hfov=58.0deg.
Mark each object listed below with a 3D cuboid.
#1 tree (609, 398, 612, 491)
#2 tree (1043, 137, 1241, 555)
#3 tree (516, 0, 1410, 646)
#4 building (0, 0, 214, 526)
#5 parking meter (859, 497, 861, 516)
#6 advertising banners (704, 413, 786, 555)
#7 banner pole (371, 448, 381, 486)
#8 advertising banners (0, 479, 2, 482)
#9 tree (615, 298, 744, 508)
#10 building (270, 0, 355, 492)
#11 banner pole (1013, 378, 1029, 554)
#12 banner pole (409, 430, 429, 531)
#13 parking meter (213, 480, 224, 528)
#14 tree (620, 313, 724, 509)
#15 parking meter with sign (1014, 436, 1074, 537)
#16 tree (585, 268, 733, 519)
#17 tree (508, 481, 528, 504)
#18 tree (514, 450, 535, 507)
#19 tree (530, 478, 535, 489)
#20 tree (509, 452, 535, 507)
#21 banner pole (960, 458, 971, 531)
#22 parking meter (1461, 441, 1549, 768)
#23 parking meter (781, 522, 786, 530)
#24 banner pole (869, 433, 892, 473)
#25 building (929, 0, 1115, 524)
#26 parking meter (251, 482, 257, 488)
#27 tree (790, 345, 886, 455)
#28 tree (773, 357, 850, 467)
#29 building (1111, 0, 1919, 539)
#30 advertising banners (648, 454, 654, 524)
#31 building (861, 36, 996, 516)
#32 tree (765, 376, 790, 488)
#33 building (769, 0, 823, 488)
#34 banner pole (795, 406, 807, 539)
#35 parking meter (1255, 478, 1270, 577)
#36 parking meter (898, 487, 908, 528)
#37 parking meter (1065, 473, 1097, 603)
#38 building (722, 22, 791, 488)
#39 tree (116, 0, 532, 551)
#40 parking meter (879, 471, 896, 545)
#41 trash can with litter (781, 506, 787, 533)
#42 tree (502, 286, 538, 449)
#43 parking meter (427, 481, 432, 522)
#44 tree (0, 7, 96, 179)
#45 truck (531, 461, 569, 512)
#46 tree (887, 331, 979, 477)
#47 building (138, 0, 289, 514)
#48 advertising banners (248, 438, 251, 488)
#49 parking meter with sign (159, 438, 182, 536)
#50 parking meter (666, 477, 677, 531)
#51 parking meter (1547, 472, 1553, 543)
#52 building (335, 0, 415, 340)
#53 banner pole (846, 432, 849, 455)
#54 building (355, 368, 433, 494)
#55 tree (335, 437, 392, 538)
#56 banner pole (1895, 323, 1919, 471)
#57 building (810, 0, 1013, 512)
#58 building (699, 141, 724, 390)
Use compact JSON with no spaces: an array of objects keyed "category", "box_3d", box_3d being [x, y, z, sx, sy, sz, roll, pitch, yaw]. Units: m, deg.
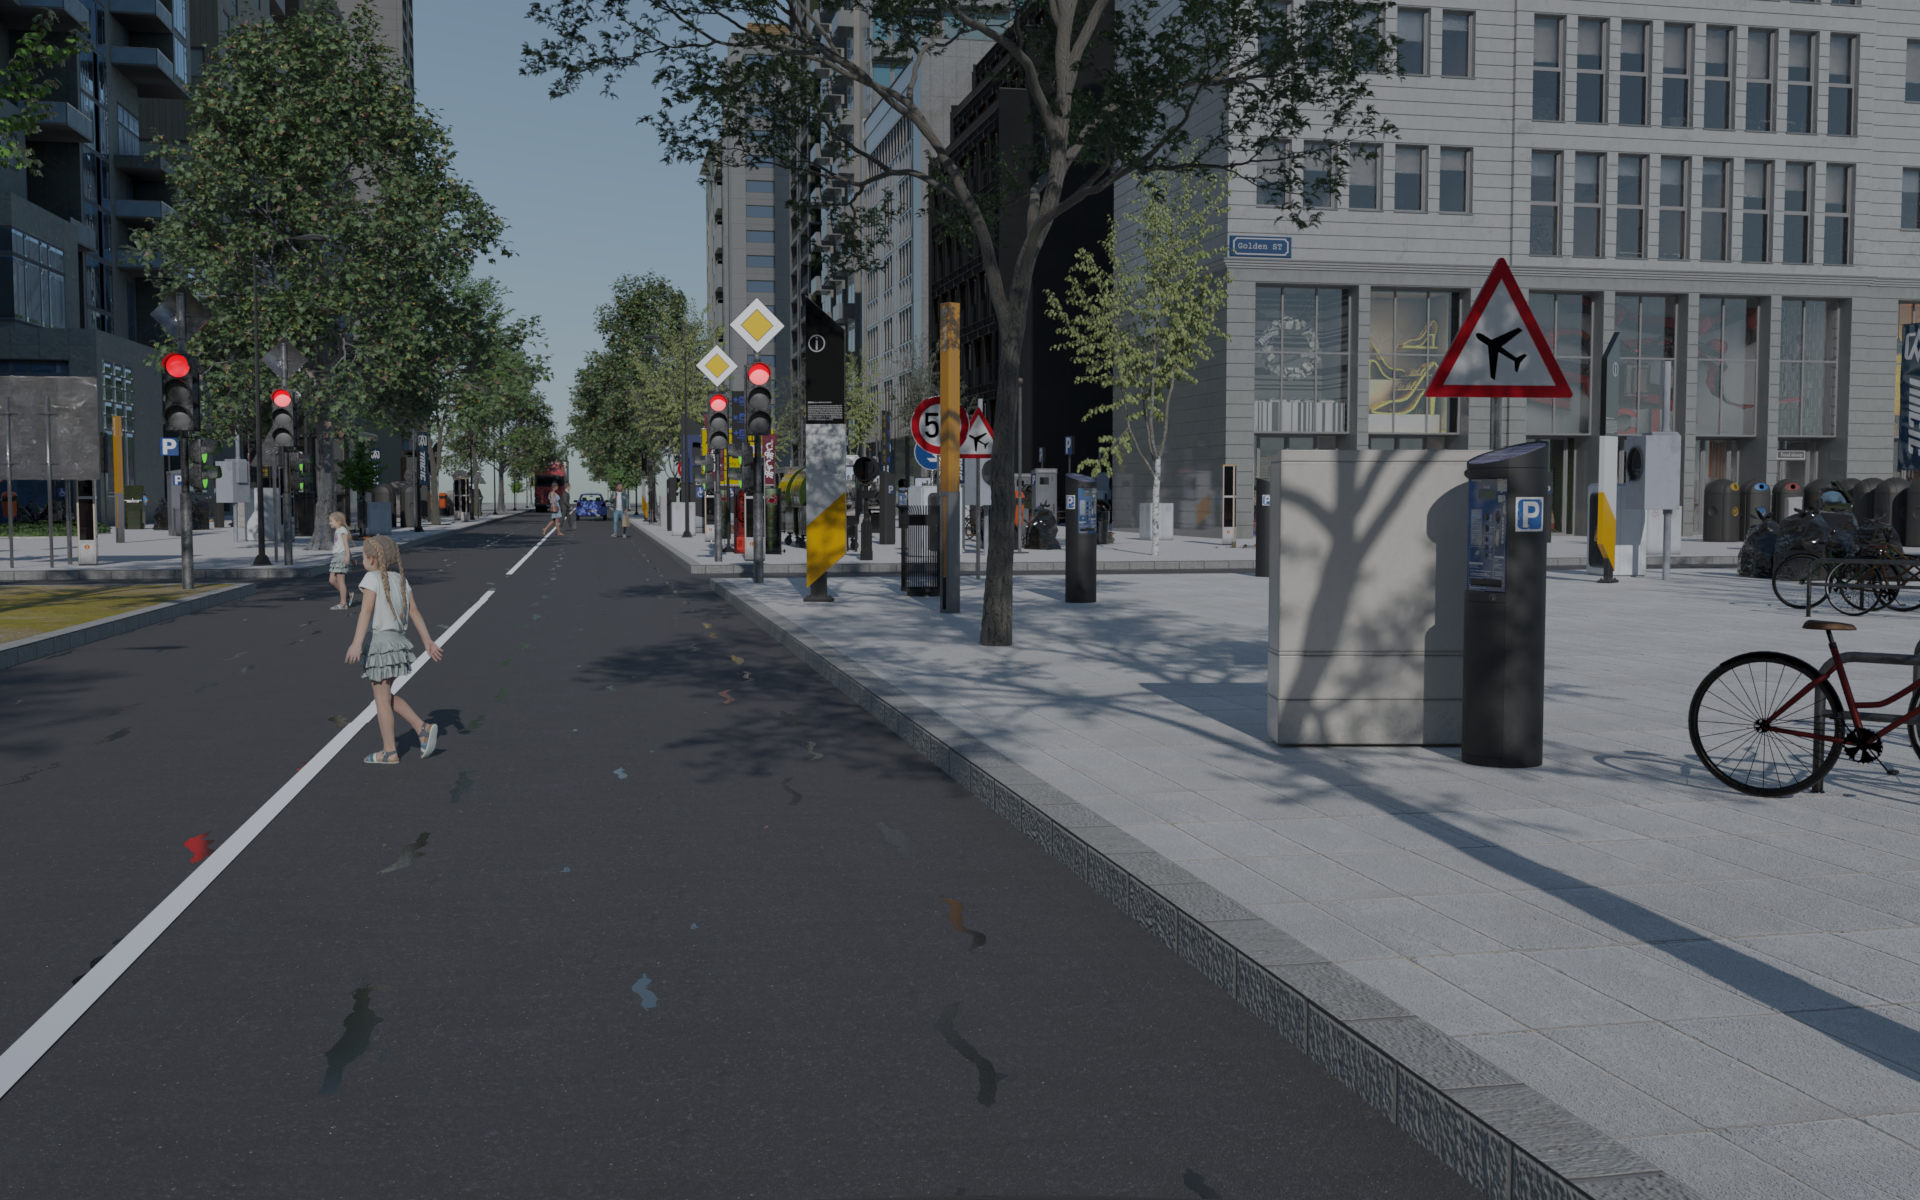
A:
[{"category":"tree","box_3d":[-18.490,-9.204,100.850,4.737,8.622,4.395,0,3,0]},{"category":"tree","box_3d":[4.025,-5.255,36.285,4.737,8.622,4.395,0,3,0]},{"category":"tree","box_3d":[0.261,-4.871,14.060,8.767,10.594,7.601,0,4,4]},{"category":"building","box_3d":[-47.787,-46.811,78.032,22.319,86.520,31.000,-1,4,-12]},{"category":"parking meter","box_3d":[-6.030,-5.712,101.801,0.372,1.533,0.369,0,3,0]},{"category":"advertising banners","box_3d":[-4.614,-2.496,36.999,2.074,3.025,0.090,2,4,29]},{"category":"banner pole","box_3d":[-28.182,-5.692,83.073,0.863,3.779,0.401,-1,4,-15]},{"category":"advertising banners","box_3d":[-21.358,-2.484,36.797,2.074,3.025,0.090,-1,4,-17]},{"category":"tree","box_3d":[-10.224,-6.952,64.027,4.737,8.622,4.395,0,3,0]},{"category":"building","box_3d":[-60.170,-30.450,147.974,14.600,45.320,14.200,-1,4,-12]},{"category":"banner pole","box_3d":[1.122,-2.905,37.520,0.863,3.779,0.401,3,5,42]},{"category":"banner pole","box_3d":[-19.076,-4.349,61.116,0.401,3.779,0.863,2,4,34]},{"category":"parking meter","box_3d":[-28.134,-3.670,65.723,0.399,1.863,0.255,3,5,42]},{"category":"tree","box_3d":[-11.722,-7.378,70.993,4.360,8.622,3.978,0,3,0]},{"category":"parking meter with sign","box_3d":[2.514,-3.413,52.069,1.738,3.016,0.543,-1,4,-17]},{"category":"tree","box_3d":[-15.800,-10.460,88.025,9.611,12.733,9.660,0,3,0]},{"category":"tree","box_3d":[-39.969,-9.877,156.093,1.663,3.219,1.824,0,3,0]},{"category":"tree","box_3d":[-42.688,-13.542,171.768,4.737,8.622,4.395,0,3,0]},{"category":"tree","box_3d":[-53.323,-14.582,222.129,4.285,4.588,4.351,0,3,0]},{"category":"tree","box_3d":[-44.410,-13.934,178.188,4.360,8.622,3.978,0,3,0]},{"category":"banner pole","box_3d":[0.129,-4.264,59.736,0.863,3.779,0.401,0,4,1]},{"category":"parking meter","box_3d":[2.590,0.011,8.233,0.372,1.533,0.369,0,3,0]},{"category":"parking meter","box_3d":[-6.396,-3.260,61.713,0.372,1.533,0.369,0,3,0]},{"category":"banner pole","box_3d":[-3.164,-4.930,70.626,0.863,3.779,0.401,-1,4,-11]},{"category":"building","box_3d":[6.077,-15.503,83.144,12.332,23.373,15.834,-1,4,-12]},{"category":"parking meter","box_3d":[-34.323,-4.790,84.027,0.399,1.863,0.255,1,4,20]},{"category":"tree","box_3d":[-5.453,-8.260,85.418,4.737,8.622,4.395,0,3,0]},{"category":"tree","box_3d":[-8.241,-8.811,94.429,4.360,8.622,3.978,0,3,0]},{"category":"building","box_3d":[20.833,-17.084,56.815,29.804,29.767,11.434,-1,4,-12]},{"category":"advertising banners","box_3d":[-13.492,-4.868,75.781,0.090,3.025,2.074,0,4,-4]},{"category":"building","box_3d":[1.790,-17.297,100.832,12.078,24.808,19.932,-1,4,-12]},{"category":"tree","box_3d":[-12.227,-9.524,106.080,4.737,8.622,4.395,0,3,0]},{"category":"building","box_3d":[-6.609,-44.114,159.522,20.563,71.187,20.611,-1,4,-12]},{"category":"banner pole","box_3d":[-4.378,-3.634,49.426,0.401,3.779,0.863,-3,5,-39]},{"category":"parking meter","box_3d":[4.774,-1.128,26.850,0.372,1.533,0.369,0,3,0]},{"category":"parking meter","box_3d":[-2.122,-3.451,64.842,0.372,1.533,0.369,0,3,0]},{"category":"parking meter","box_3d":[1.432,-0.739,20.494,0.372,1.533,0.369,0,3,0]},{"category":"building","box_3d":[-20.292,-41.812,225.624,21.231,58.520,28.212,-1,4,-12]},{"category":"tree","box_3d":[-14.531,-7.492,39.507,9.611,12.733,9.660,0,3,0]},{"category":"parking meter","box_3d":[-1.837,-2.340,43.962,0.255,1.863,0.399,3,5,42]},{"category":"trash can with litter","box_3d":[-6.352,-2.871,58.001,2.233,1.210,1.678,1,4,10]},{"category":"tree","box_3d":[-21.622,-8.892,71.145,9.928,11.665,9.643,0,3,0]},{"category":"parking meter","box_3d":[-24.344,-4.526,79.715,0.255,1.863,0.399,0,4,-2]},{"category":"tree","box_3d":[-9.826,-5.349,13.212,9.928,11.665,9.643,0,3,0]},{"category":"truck","box_3d":[-33.071,-9.261,140.336,2.839,4.237,11.283,-1,4,-11]},{"category":"tree","box_3d":[-1.431,-7.788,77.696,4.360,8.622,3.978,0,3,0]},{"category":"building","box_3d":[-59.148,-31.924,111.203,28.713,52.752,27.495,-1,4,-12]},{"category":"advertising banners","box_3d":[-21.132,-3.393,51.661,0.090,3.025,2.074,-1,4,-18]},{"category":"parking meter with sign","box_3d":[-24.040,-3.475,53.085,0.543,3.016,1.738,-3,4,-36]},{"category":"parking meter","box_3d":[-10.012,-3.329,60.138,0.255,1.863,0.399,-2,4,-28]},{"category":"parking meter","box_3d":[15.327,-2.433,45.494,0.399,1.863,0.255,-2,4,-28]},{"category":"building","box_3d":[-81.367,-48.526,231.649,20.563,71.187,20.611,-1,4,-12]},{"category":"banner pole","box_3d":[-4.147,-4.376,61.570,0.401,3.779,0.863,-2,4,-32]},{"category":"building","box_3d":[-79.148,-22.222,208.373,27.650,21.520,28.899,-1,4,-12]},{"category":"tree","box_3d":[-17.817,-3.475,51.418,1.663,3.219,1.824,0,3,0]},{"category":"banner pole","box_3d":[12.367,-1.965,22.144,0.401,3.779,0.863,-2,4,-27]},{"category":"building","box_3d":[0.390,-31.539,135.263,23.786,49.044,30.456,-1,4,-12]},{"category":"building","box_3d":[-22.757,-40.670,254.189,28.713,52.752,27.495,-1,4,-12]}]
